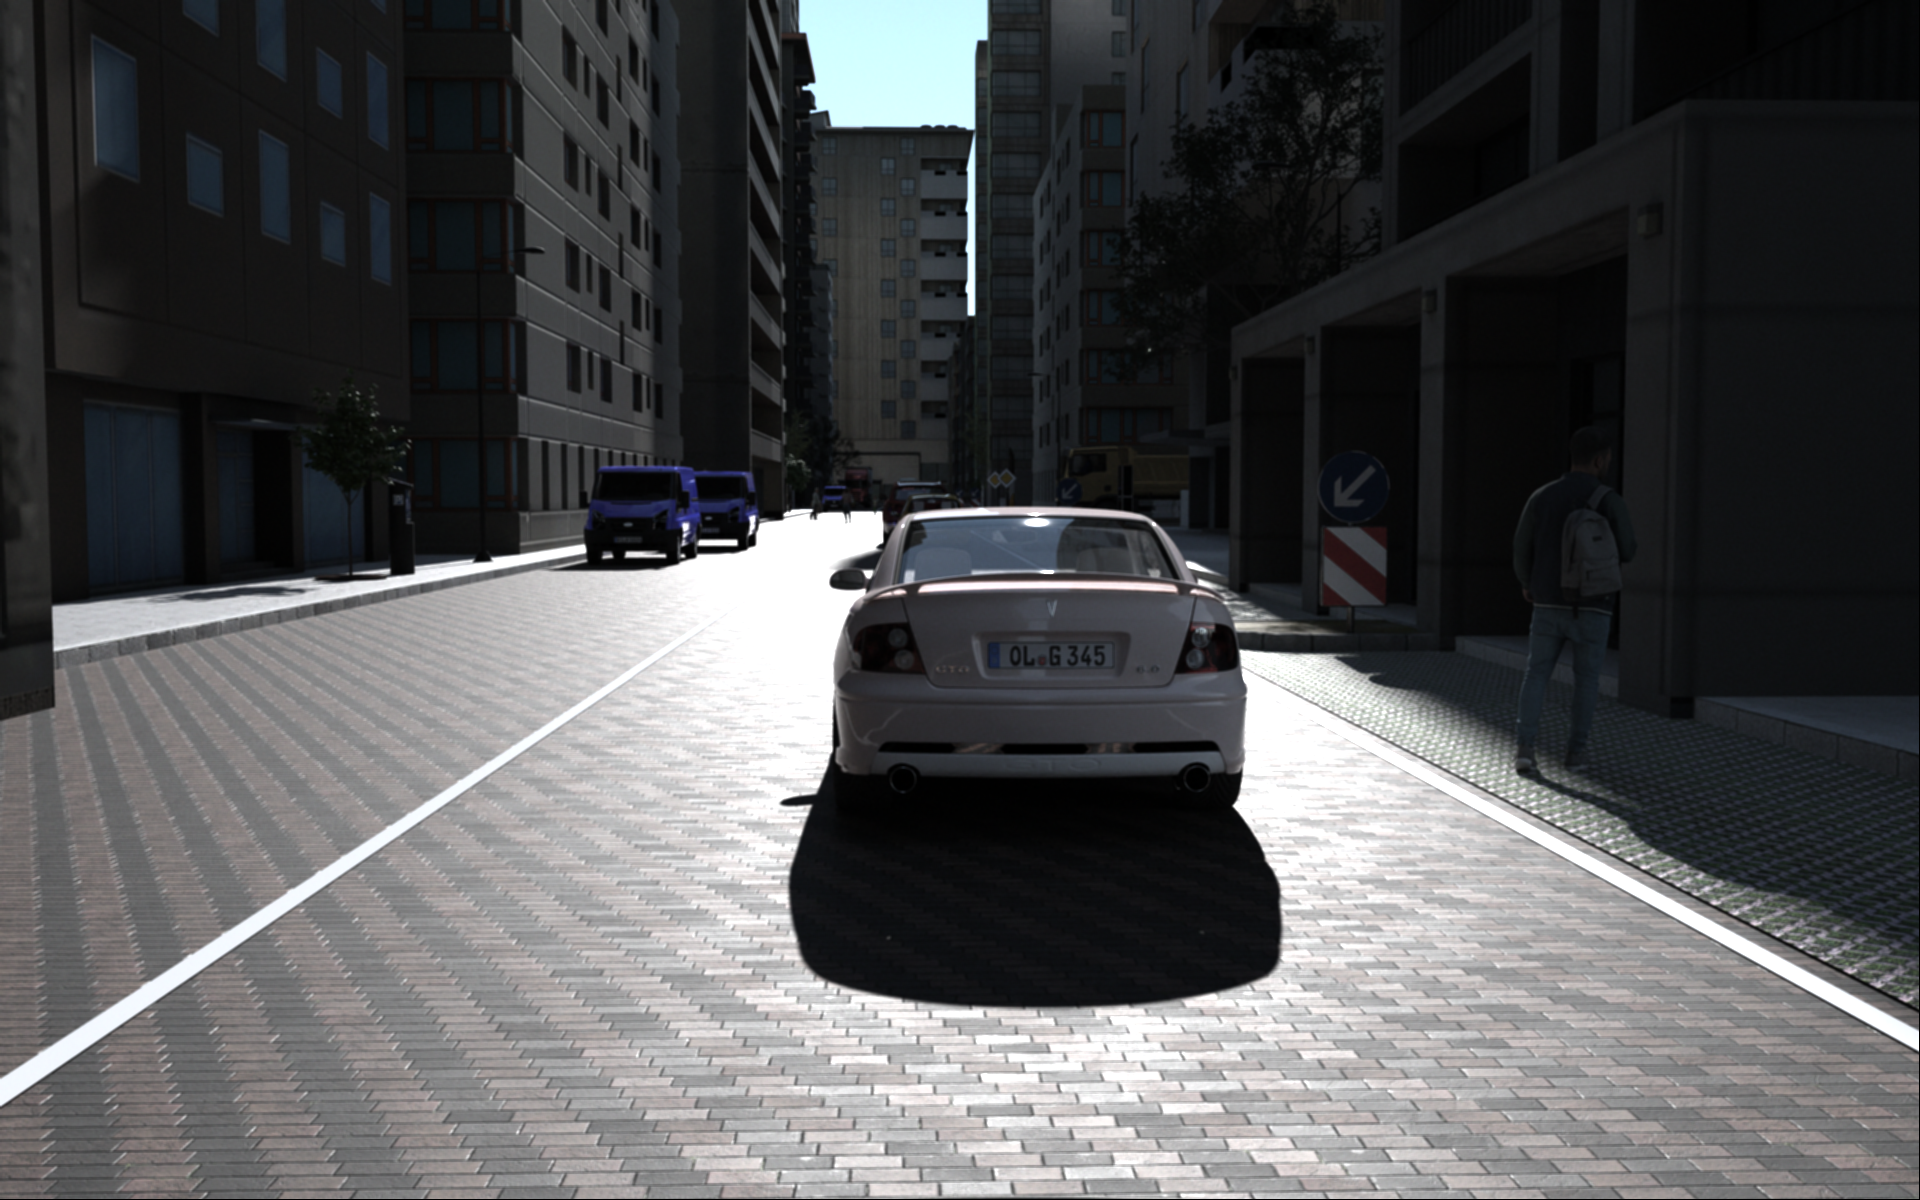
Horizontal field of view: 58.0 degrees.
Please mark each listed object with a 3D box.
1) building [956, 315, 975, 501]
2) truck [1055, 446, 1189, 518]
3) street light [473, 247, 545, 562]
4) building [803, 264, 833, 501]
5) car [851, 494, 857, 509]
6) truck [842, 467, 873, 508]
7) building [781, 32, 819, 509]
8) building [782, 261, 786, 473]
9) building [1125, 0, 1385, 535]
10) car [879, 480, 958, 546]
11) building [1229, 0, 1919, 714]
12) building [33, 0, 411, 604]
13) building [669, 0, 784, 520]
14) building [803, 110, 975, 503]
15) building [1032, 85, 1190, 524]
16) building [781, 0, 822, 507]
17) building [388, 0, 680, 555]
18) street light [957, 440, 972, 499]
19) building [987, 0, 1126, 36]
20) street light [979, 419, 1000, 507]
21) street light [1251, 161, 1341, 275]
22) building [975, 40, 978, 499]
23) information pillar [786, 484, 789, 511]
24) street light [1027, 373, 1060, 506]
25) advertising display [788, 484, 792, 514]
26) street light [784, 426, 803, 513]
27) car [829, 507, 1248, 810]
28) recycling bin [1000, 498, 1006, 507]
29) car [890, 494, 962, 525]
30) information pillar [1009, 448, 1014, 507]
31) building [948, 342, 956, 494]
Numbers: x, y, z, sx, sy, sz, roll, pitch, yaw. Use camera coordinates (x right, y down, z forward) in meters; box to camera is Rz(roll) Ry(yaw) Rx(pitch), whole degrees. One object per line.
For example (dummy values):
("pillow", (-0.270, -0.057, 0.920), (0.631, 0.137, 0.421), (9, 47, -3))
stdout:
("building", (14.143, -20.641, 182.516), (27.650, 21.520, 28.899), (0, 4, -2))
("truck", (7.958, -4.574, 70.711), (9.791, 3.379, 3.469), (0, 4, -3))
("street light", (-8.510, -3.680, 32.709), (1.470, 5.913, 1.316), (0, 4, -2))
("building", (-23.047, -27.281, 217.751), (14.107, 30.474, 14.160), (0, 4, -2))
("car", (-10.830, -9.478, 165.186), (2.015, 1.641, 3.980), (0, 4, -2))
("truck", (-10.540, -11.688, 180.005), (2.839, 4.237, 11.283), (0, 4, -1))
("building", (-24.800, -31.068, 162.580), (22.147, 44.769, 28.867), (0, 4, -2))
("building", (-26.580, -16.610, 116.607), (27.650, 21.520, 28.899), (0, 4, -2))
("building", (19.888, -28.204, 50.371), (28.713, 52.752, 27.495), (0, 4, -2))
("car", (-1.177, -2.491, 49.398), (2.281, 1.827, 5.304), (0, 4, -2))
("building", (14.536, -35.192, 13.639), (20.563, 71.187, 20.611), (0, 4, -2))
("building", (-17.378, -22.945, 25.257), (14.600, 45.320, 14.200), (0, 4, -2))
("building", (-19.970, -28.079, 82.796), (21.300, 48.544, 21.600), (0, 4, -2))
("building", (-10.087, -40.199, 246.498), (27.495, 52.752, 28.713), (0, 4, -2))
("building", (19.140, -14.845, 87.748), (28.899, 21.520, 27.650), (0, 4, -2))
("building", (-25.482, -45.763, 186.471), (20.563, 71.187, 20.611), (0, 4, -2))
("building", (-24.231, -12.497, 49.371), (28.899, 21.520, 27.650), (0, 4, -2))
("street light", (0.408, -10.805, 149.205), (1.470, 5.913, 1.316), (0, 4, -2))
("building", (8.748, -26.421, 115.578), (14.154, 41.232, 14.086), (0, 4, -2))
("street light", (1.861, -8.241, 107.279), (1.470, 5.913, 1.316), (0, 4, -2))
("street light", (4.757, -3.168, 24.331), (1.470, 5.913, 1.316), (0, 4, -2))
("building", (8.307, -29.154, 160.256), (14.154, 41.232, 14.086), (0, 4, -2))
("information pillar", (-12.849, -7.596, 128.684), (0.304, 2.012, 0.304), (-3, 5, -45))
("street light", (3.253, -5.740, 66.383), (1.470, 5.913, 1.316), (0, 4, -2))
("advertising display", (-11.168, -6.633, 113.656), (0.123, 1.923, 0.974), (0, 4, 1))
("street light", (-11.327, -8.870, 117.573), (1.470, 5.913, 1.316), (0, 4, -2))
("car", (0.316, 0.190, 9.255), (2.083, 1.381, 4.827), (0, 4, -1))
("recycling bin", (2.760, -5.889, 108.844), (0.722, 1.027, 0.722), (0, 4, -7))
("car", (-0.687, -1.957, 42.227), (2.015, 1.641, 3.980), (0, 4, -3))
("information pillar", (2.583, -5.846, 86.929), (0.183, 3.616, 0.504), (-1, 4, -21))
("building", (12.684, -22.437, 211.892), (27.650, 21.520, 28.899), (0, 4, -2))
